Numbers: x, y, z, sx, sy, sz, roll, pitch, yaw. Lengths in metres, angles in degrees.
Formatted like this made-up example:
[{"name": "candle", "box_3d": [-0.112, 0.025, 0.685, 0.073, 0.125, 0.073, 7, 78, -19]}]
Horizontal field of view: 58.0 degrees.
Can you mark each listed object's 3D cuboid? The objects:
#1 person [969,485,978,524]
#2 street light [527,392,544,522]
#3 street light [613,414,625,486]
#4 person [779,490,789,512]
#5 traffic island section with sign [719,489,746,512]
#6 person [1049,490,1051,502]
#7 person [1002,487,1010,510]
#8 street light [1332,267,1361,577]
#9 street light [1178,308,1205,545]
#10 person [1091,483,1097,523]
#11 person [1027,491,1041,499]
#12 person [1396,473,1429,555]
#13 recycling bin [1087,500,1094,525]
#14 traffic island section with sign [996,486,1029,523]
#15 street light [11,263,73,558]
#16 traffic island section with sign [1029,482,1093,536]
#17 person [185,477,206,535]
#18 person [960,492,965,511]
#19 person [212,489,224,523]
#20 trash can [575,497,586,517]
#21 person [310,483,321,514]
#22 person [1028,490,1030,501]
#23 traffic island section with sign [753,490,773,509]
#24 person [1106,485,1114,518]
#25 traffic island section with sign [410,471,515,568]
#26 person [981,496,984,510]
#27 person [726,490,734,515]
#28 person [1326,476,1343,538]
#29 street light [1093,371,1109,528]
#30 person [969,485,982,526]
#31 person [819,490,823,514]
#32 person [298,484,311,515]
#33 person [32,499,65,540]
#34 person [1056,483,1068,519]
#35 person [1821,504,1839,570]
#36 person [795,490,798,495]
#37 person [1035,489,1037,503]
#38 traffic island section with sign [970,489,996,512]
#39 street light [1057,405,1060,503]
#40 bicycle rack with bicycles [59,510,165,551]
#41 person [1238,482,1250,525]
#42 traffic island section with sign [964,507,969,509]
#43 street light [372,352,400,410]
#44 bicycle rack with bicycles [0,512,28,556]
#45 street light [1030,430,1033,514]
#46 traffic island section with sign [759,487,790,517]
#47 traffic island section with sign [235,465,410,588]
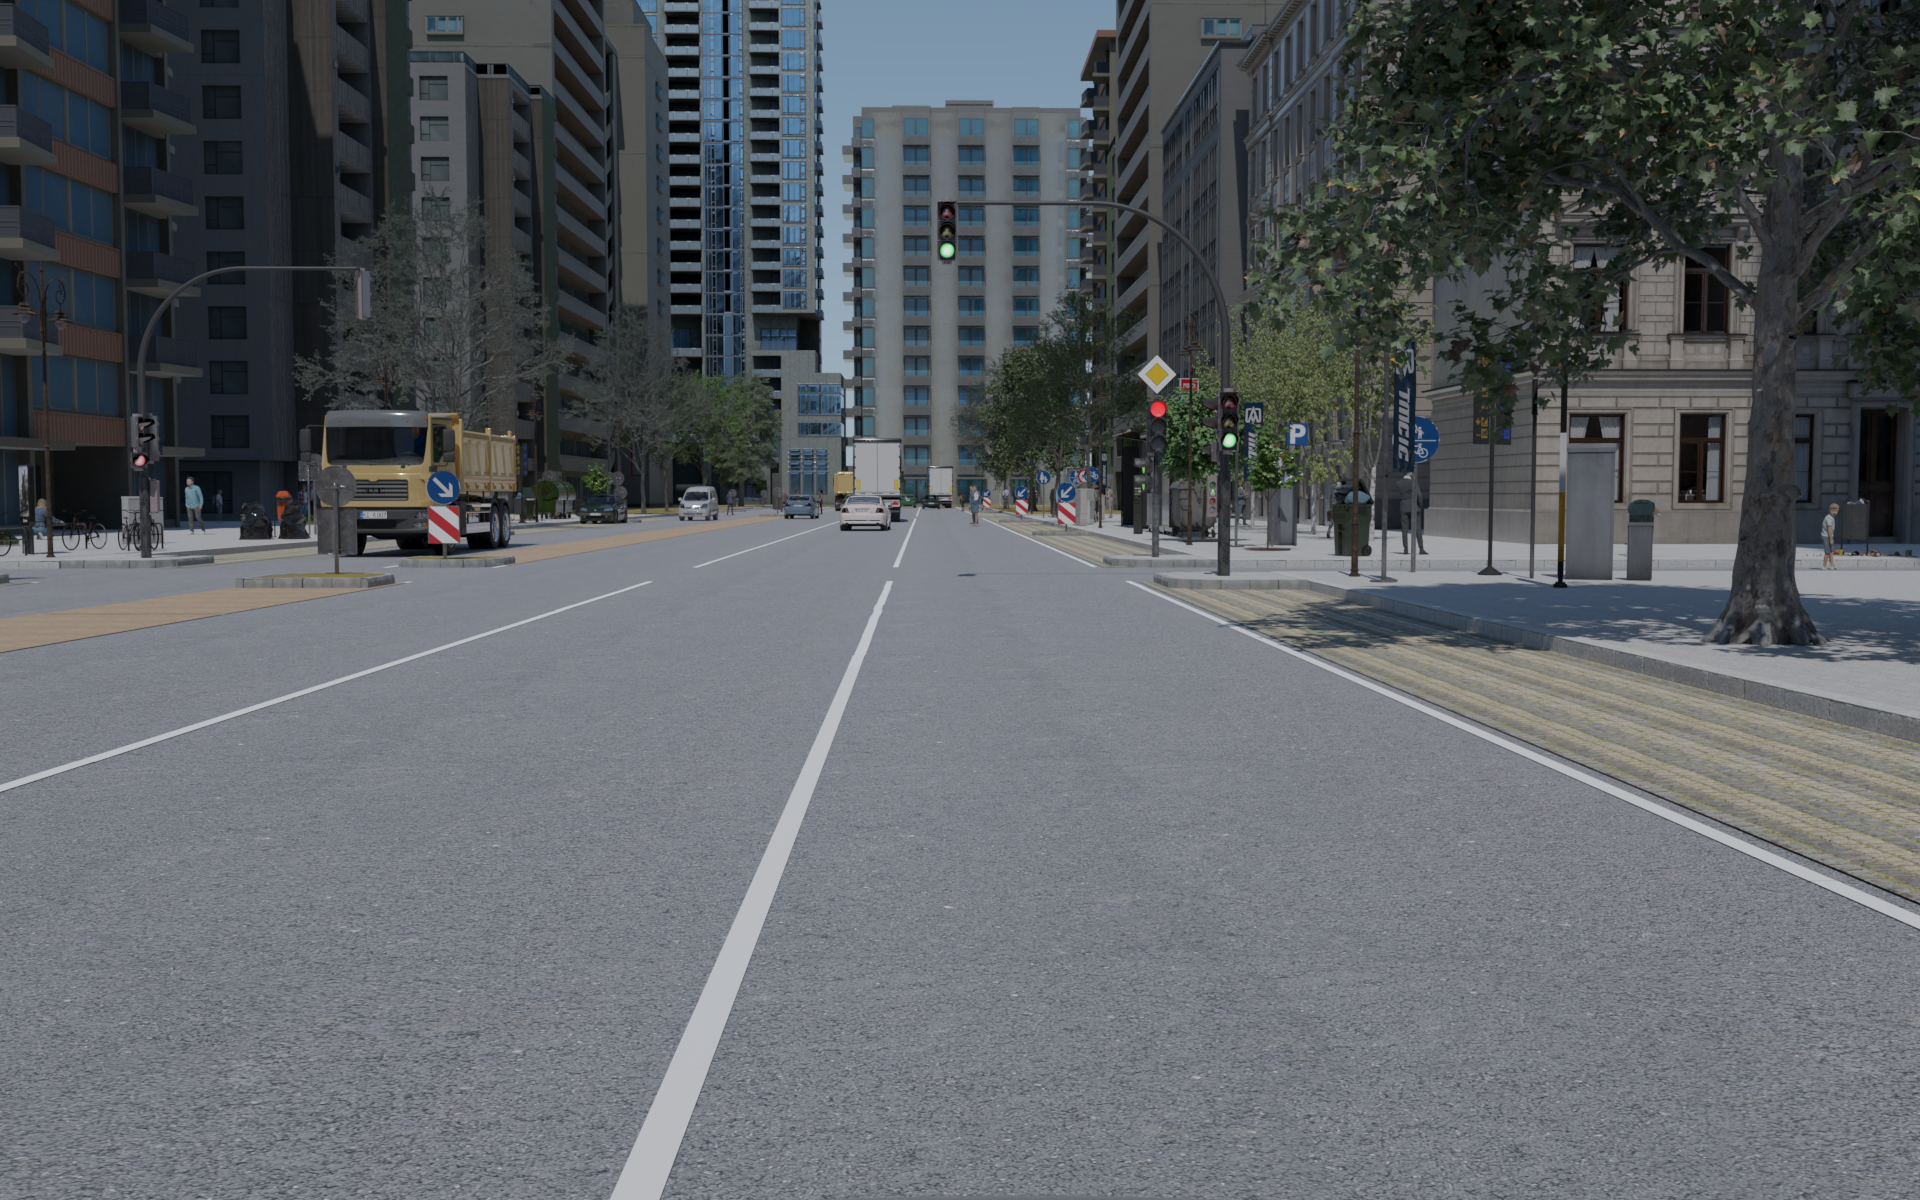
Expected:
[{"name": "person", "box_3d": [0.629, -4.547, 82.654, 0.447, 1.846, 0.655, -2, 4, -25]}, {"name": "street light", "box_3d": [-19.188, -6.458, 78.383, 0.468, 5.910, 1.993, 0, 4, -1]}, {"name": "street light", "box_3d": [-19.655, -7.788, 100.128, 0.468, 5.910, 1.993, 0, 4, -1]}, {"name": "person", "box_3d": [-14.104, -7.952, 139.064, 0.990, 1.755, 0.434, -1, 4, -19]}, {"name": "traffic island section with sign", "box_3d": [-18.052, -7.883, 137.514, 1.989, 1.847, 2.006, 0, 4, -1]}, {"name": "person", "box_3d": [9.327, -10.410, 177.170, 0.530, 1.710, 0.541, 3, 5, 44]}, {"name": "person", "box_3d": [3.780, -8.378, 142.887, 0.709, 1.838, 0.599, -1, 4, -13]}, {"name": "street light", "box_3d": [6.131, -3.300, 26.740, 0.468, 5.910, 1.993, 0, 4, -1]}, {"name": "street light", "box_3d": [5.765, -4.314, 43.327, 0.468, 5.910, 1.993, 0, 4, -1]}, {"name": "person", "box_3d": [5.875, -4.340, 77.335, 0.599, 1.781, 0.374, -2, 4, -27]}, {"name": "person", "box_3d": [6.339, -8.678, 147.945, 1.348, 1.822, 0.705, -1, 4, -23]}, {"name": "person", "box_3d": [9.577, -1.916, 36.729, 0.648, 1.900, 0.474, 3, 5, 40]}, {"name": "recycling bin", "box_3d": [5.160, -3.658, 72.370, 0.722, 1.027, 0.722, 1, 4, 18]}, {"name": "traffic island section with sign", "box_3d": [2.960, -4.814, 87.337, 1.989, 1.847, 2.006, 0, 4, -1]}, {"name": "street light", "box_3d": [-18.383, -3.795, 34.834, 0.468, 5.910, 1.993, 0, 4, -1]}, {"name": "traffic island section with sign", "box_3d": [3.511, -3.130, 59.805, 1.989, 1.847, 2.006, 0, 4, -1]}, {"name": "person", "box_3d": [-24.207, -2.983, 54.836, 0.660, 1.820, 0.620, 1, 4, 12]}, {"name": "person", "box_3d": [0.174, -8.136, 142.987, 0.415, 1.643, 0.593, 0, 4, 4]}, {"name": "person", "box_3d": [-32.918, -4.180, 76.983, 0.503, 1.515, 0.523, 3, 5, 43]}, {"name": "trash can", "box_3d": [-21.660, -5.336, 98.889, 0.748, 1.137, 0.748, 0, 3, 0]}, {"name": "person", "box_3d": [-28.556, -4.283, 76.469, 0.661, 1.777, 0.834, -1, 4, -8]}, {"name": "person", "box_3d": [6.610, -9.693, 165.447, 0.530, 1.710, 0.541, 1, 4, 22]}, {"name": "traffic island section with sign", "box_3d": [-18.596, -9.531, 164.464, 1.989, 1.847, 2.006, 0, 4, -1]}, {"name": "person", "box_3d": [7.975, -5.260, 92.387, 0.374, 1.781, 0.599, 3, 4, 38]}, {"name": "traffic island section with sign", "box_3d": [-10.118, -1.615, 34.544, 2.006, 1.907, 1.989, 0, 4, -1]}, {"name": "person", "box_3d": [1.900, -8.633, 152.888, 0.697, 1.427, 0.421, 3, 5, 42]}, {"name": "person", "box_3d": [-15.544, -6.598, 117.299, 0.541, 1.710, 0.530, 1, 4, 14]}, {"name": "person", "box_3d": [10.980, -2.705, 50.394, 0.709, 1.813, 0.853, 3, 4, 36]}, {"name": "street light", "box_3d": [5.288, -5.644, 65.072, 0.468, 5.910, 1.993, 0, 4, -1]}, {"name": "person", "box_3d": [0.689, -4.200, 77.201, 0.581, 1.822, 0.654, 0, 4, 6]}, {"name": "person", "box_3d": [-9.951, -6.964, 123.037, 0.721, 1.739, 1.217, 0, 4, -6]}, {"name": "person", "box_3d": [-28.440, -4.165, 74.970, 0.643, 1.720, 0.563, 2, 4, 26]}, {"name": "person", "box_3d": [-25.882, -2.276, 48.752, 1.012, 1.151, 0.738, 1, 4, 11]}, {"name": "person", "box_3d": [5.228, -5.099, 89.278, 0.638, 1.841, 0.748, 0, 4, -7]}, {"name": "person", "box_3d": [16.424, -1.193, 32.683, 0.332, 1.250, 0.352, -2, 4, -26]}, {"name": "person", "box_3d": [-11.627, -7.045, 124.408, 0.721, 1.735, 1.217, 1, 4, 9]}, {"name": "person", "box_3d": [7.684, -10.626, 179.652, 0.599, 1.838, 0.709, -1, 4, -10]}, {"name": "traffic island section with sign", "box_3d": [1.980, -7.845, 136.897, 1.989, 1.847, 2.006, 0, 4, -1]}, {"name": "street light", "box_3d": [5.019, -7.004, 87.301, 0.468, 5.910, 1.993, 0, 4, -1]}, {"name": "bicycle rack with bicycles", "box_3d": [-19.448, -1.621, 39.893, 2.852, 0.926, 2.925, 0, 4, 0]}, {"name": "person", "box_3d": [11.653, -3.977, 71.250, 0.590, 1.801, 0.661, 2, 4, 34]}, {"name": "traffic island section with sign", "box_3d": [1.428, -9.514, 164.178, 1.989, 1.847, 2.006, 0, 4, -1]}, {"name": "street light", "box_3d": [-18.737, -5.128, 56.639, 0.468, 5.910, 1.993, 0, 4, -1]}, {"name": "bicycle rack with bicycles", "box_3d": [-20.413, -1.320, 34.969, 2.852, 0.926, 2.925, 0, 4, -2]}, {"name": "street light", "box_3d": [4.557, -8.379, 109.785, 0.468, 5.910, 1.993, 0, 4, -1]}, {"name": "traffic island section with sign", "box_3d": [-11.618, -6.210, 109.668, 2.006, 1.907, 1.989, 0, 4, -1]}, {"name": "traffic island section with sign", "box_3d": [-9.981, -1.162, 27.138, 2.006, 1.907, 1.989, 0, 4, -1]}]
